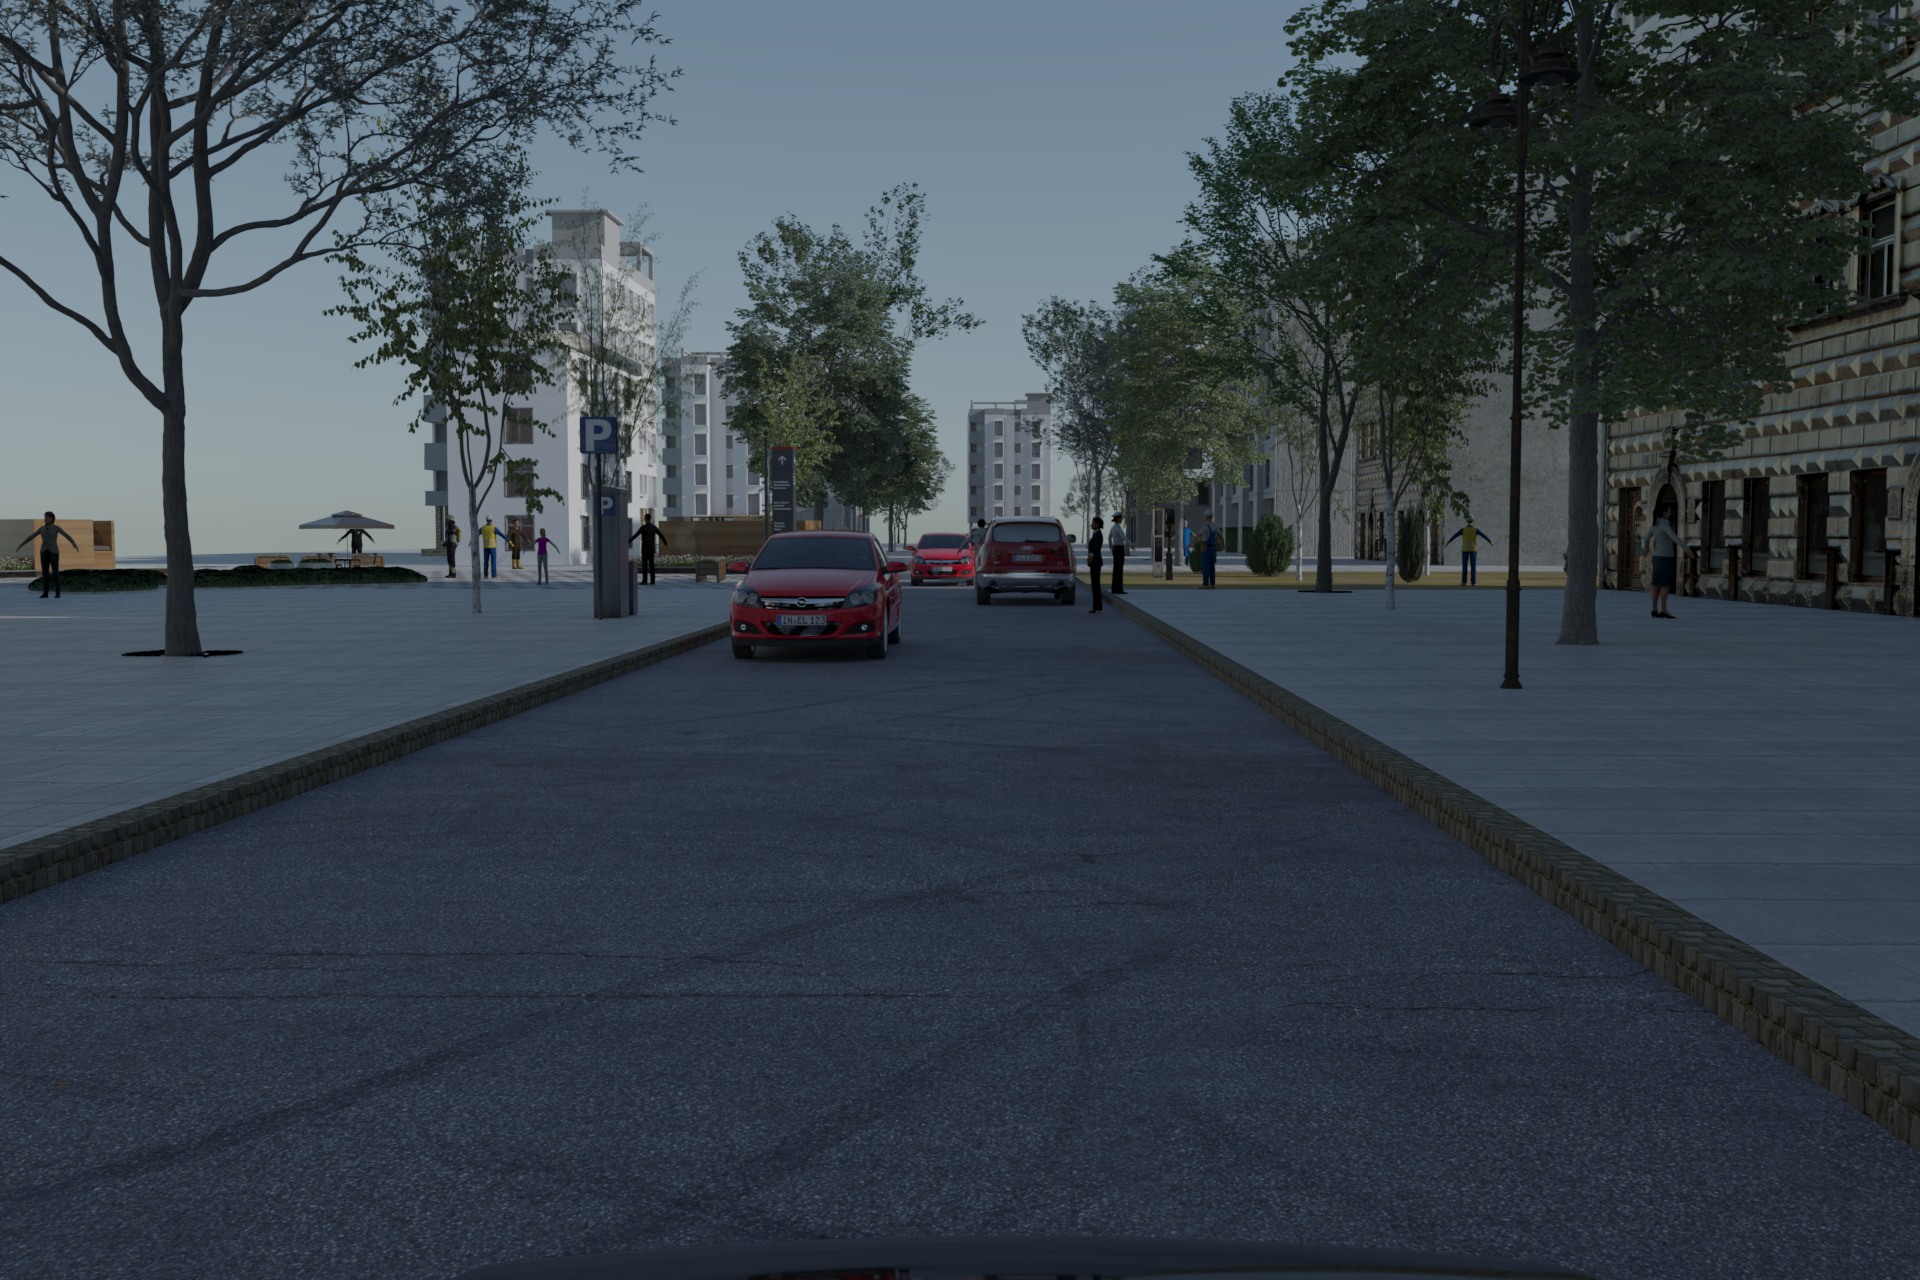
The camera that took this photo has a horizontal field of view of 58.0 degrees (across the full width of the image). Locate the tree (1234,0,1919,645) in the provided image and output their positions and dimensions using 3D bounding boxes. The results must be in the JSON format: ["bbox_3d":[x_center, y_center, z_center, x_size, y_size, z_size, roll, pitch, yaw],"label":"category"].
[{"bbox_3d":[7.146,-6.246,20.255,7.486,12.596,7.792,0,3,0],"label":"tree"}]

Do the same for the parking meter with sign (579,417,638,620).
[{"bbox_3d":[-5.351,-1.859,26.649,0.543,3.016,1.738,0,4,2],"label":"parking meter with sign"}]

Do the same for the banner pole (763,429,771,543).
[{"bbox_3d":[-4.636,-3.164,41.756,0.401,3.779,0.863,0,4,3],"label":"banner pole"}]

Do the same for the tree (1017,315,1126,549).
[{"bbox_3d":[11.170,-17.714,145.519,12.611,20.169,13.585,0,3,0],"label":"tree"}]

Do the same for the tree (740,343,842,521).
[{"bbox_3d":[-6.753,-7.180,67.755,4.737,8.622,4.395,0,3,0],"label":"tree"}]

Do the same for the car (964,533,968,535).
[{"bbox_3d":[0.676,-6.831,121.286,1.945,1.707,3.694,0,4,1],"label":"car"}]

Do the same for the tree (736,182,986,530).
[{"bbox_3d":[-4.683,-14.458,92.283,12.611,20.169,13.585,0,3,0],"label":"tree"}]

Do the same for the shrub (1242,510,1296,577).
[{"bbox_3d":[9.300,-2.915,52.082,1.690,2.028,1.600,0,3,0],"label":"shrub"}]

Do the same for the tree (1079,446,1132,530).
[{"bbox_3d":[10.140,-9.678,108.592,4.360,8.622,3.978,0,3,0],"label":"tree"}]

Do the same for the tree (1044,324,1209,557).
[{"bbox_3d":[9.666,-11.533,98.934,12.009,13.543,11.850,0,3,0],"label":"tree"}]

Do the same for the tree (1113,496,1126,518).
[{"bbox_3d":[23.072,-17.547,237.262,4.737,8.622,4.395,0,3,0],"label":"tree"}]

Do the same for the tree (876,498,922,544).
[{"bbox_3d":[-8.491,-18.927,235.217,9.928,11.665,9.643,0,3,0],"label":"tree"}]

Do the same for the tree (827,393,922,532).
[{"bbox_3d":[-5.955,-10.801,111.009,8.767,10.594,7.601,2,4,34],"label":"tree"}]

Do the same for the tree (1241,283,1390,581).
[{"bbox_3d":[9.277,-5.953,47.689,4.360,8.622,3.978,0,3,0],"label":"tree"}]

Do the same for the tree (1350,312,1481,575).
[{"bbox_3d":[14.304,-6.313,53.586,4.737,8.622,4.395,0,3,0],"label":"tree"}]

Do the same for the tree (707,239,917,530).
[{"bbox_3d":[-6.355,-10.405,76.773,9.857,13.997,8.962,0,3,0],"label":"tree"}]

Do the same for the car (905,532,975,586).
[{"bbox_3d":[-0.450,-2.459,49.244,2.155,1.783,4.494,0,4,1],"label":"car"}]

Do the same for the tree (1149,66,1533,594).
[{"bbox_3d":[8.145,-6.842,37.616,9.928,11.665,9.643,0,3,0],"label":"tree"}]

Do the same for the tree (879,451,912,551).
[{"bbox_3d":[-5.147,-11.174,133.059,4.737,8.622,4.395,0,3,0],"label":"tree"}]

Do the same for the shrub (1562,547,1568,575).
[{"bbox_3d":[17.889,-2.381,50.051,1.383,1.207,1.383,0,3,0],"label":"shrub"}]

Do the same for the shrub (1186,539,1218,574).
[{"bbox_3d":[7.767,-2.716,55.527,1.383,1.207,1.383,0,3,0],"label":"shrub"}]

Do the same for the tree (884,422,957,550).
[{"bbox_3d":[-4.512,-12.610,140.589,8.767,10.594,7.601,0,4,-2],"label":"tree"}]

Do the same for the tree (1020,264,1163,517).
[{"bbox_3d":[10.909,-16.249,121.559,12.611,20.169,13.585,0,3,0],"label":"tree"}]

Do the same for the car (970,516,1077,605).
[{"bbox_3d":[1.355,-1.712,36.659,2.281,1.827,5.304,0,4,1],"label":"car"}]

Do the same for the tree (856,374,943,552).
[{"bbox_3d":[-4.674,-12.507,122.624,7.486,12.596,7.792,0,3,0],"label":"tree"}]

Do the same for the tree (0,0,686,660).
[{"bbox_3d":[-8.297,-6.569,17.775,12.009,13.543,11.850,0,3,0],"label":"tree"}]

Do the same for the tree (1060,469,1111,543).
[{"bbox_3d":[17.084,-18.479,236.547,7.601,10.594,8.767,0,4,6],"label":"tree"}]

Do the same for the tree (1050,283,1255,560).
[{"bbox_3d":[9.477,-10.659,84.646,12.009,13.543,11.850,0,3,0],"label":"tree"}]

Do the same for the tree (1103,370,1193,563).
[{"bbox_3d":[8.480,-7.662,75.633,4.360,8.622,3.978,0,3,0],"label":"tree"}]

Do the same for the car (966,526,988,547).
[{"bbox_3d":[1.206,-4.226,77.775,2.281,1.827,5.304,0,4,2],"label":"car"}]

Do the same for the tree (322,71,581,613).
[{"bbox_3d":[-7.885,-4.731,27.721,4.737,8.622,4.395,0,3,0],"label":"tree"}]

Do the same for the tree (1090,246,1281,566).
[{"bbox_3d":[8.874,-9.181,68.233,7.486,12.596,7.792,0,3,0],"label":"tree"}]

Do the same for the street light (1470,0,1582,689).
[{"bbox_3d":[4.589,-2.535,14.236,0.468,5.910,1.993,0,4,2],"label":"street light"}]

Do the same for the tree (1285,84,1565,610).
[{"bbox_3d":[7.424,-4.799,28.827,4.737,8.622,4.395,0,3,0],"label":"tree"}]

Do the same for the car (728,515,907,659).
[{"bbox_3d":[-1.698,-0.749,21.283,2.155,1.783,4.494,0,4,1],"label":"car"}]

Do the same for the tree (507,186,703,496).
[{"bbox_3d":[-8.106,-5.338,37.633,4.360,8.622,3.978,0,3,0],"label":"tree"}]
